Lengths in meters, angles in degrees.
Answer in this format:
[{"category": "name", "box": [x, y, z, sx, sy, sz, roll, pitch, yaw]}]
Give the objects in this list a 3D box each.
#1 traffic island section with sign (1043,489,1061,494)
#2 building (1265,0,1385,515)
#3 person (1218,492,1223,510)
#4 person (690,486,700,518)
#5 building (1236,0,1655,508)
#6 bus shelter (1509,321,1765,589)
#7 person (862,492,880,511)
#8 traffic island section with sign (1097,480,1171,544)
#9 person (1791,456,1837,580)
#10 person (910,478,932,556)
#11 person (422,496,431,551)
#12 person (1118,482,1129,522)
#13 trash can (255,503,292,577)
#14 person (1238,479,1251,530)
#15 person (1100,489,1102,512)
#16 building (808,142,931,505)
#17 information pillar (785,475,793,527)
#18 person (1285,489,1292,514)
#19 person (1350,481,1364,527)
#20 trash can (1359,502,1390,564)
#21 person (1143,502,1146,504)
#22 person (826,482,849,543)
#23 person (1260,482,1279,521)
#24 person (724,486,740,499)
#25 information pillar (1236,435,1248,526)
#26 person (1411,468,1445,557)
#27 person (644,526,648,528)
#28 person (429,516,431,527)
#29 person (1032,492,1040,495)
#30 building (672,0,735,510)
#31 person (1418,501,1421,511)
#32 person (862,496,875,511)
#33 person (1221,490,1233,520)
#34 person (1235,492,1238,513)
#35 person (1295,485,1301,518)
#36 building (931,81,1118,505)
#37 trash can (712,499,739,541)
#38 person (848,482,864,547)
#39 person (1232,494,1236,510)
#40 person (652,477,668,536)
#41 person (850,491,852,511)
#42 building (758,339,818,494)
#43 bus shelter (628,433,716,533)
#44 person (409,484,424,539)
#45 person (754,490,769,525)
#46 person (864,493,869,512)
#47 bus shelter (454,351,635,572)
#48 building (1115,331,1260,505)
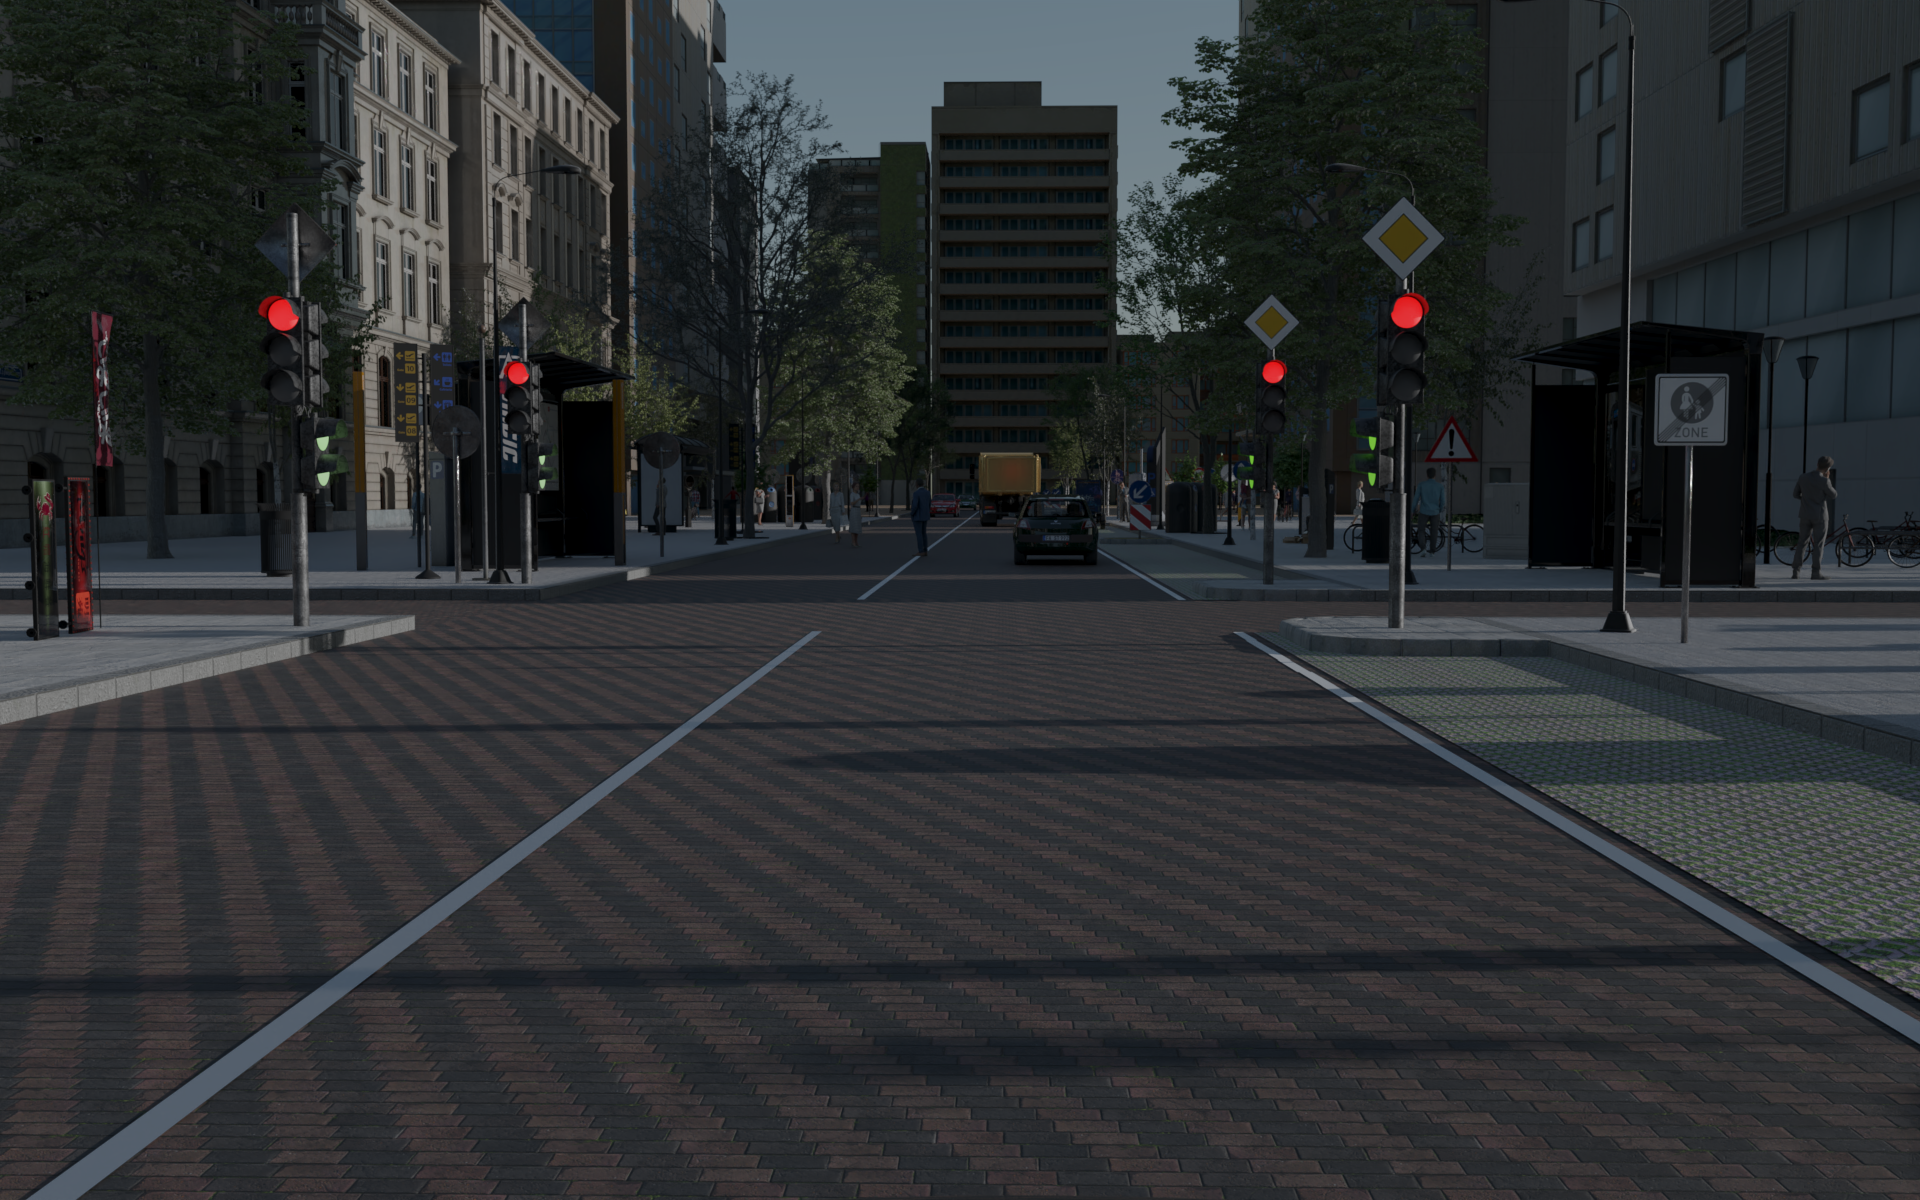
[{"category": "traffic island section with sign", "box": [6.894, -7.198, 126.321, 1.989, 1.847, 2.006, 0, 4, 1]}, {"category": "building", "box": [30.418, -29.114, 126.123, 14.600, 45.320, 14.200, 0, 4, 1]}, {"category": "person", "box": [20.757, -8.074, 138.569, 0.721, 1.766, 1.217, -2, 4, -30]}, {"category": "person", "box": [-14.444, -5.355, 94.428, 0.563, 1.720, 0.643, -1, 4, -16]}, {"category": "building", "box": [38.608, -34.084, 146.512, 28.713, 52.752, 27.495, 0, 4, 1]}, {"category": "bus shelter", "box": [10.166, -2.159, 26.590, 1.731, 3.624, 6.357, 0, 4, 1]}, {"category": "person", "box": [-6.555, -7.440, 127.684, 1.348, 1.824, 0.705, -1, 4, -9]}, {"category": "traffic island section with sign", "box": [5.020, -2.523, 49.874, 1.989, 1.847, 2.006, 0, 4, 1]}, {"category": "person", "box": [12.833, -1.234, 26.022, 0.447, 1.846, 0.655, -2, 4, -34]}, {"category": "person", "box": [-0.891, -1.909, 39.899, 0.419, 1.800, 0.721, 2, 4, 32]}, {"category": "person", "box": [-11.820, -1.857, 39.007, 0.503, 1.515, 0.523, 2, 4, 32]}, {"category": "person", "box": [7.473, -4.451, 78.630, 0.655, 1.846, 0.447, 0, 4, -3]}, {"category": "trash can", "box": [-10.552, -0.934, 26.925, 0.748, 1.137, 0.748, 0, 3, 0]}, {"category": "person", "box": [10.092, -3.367, 61.065, 0.580, 1.828, 0.573, -2, 4, -34]}, {"category": "person", "box": [9.939, -7.269, 124.766, 0.599, 1.838, 0.709, -1, 4, -17]}, {"category": "building", "box": [-10.548, -31.839, 204.164, 14.086, 41.232, 14.154, 0, 4, 1]}, {"category": "information pillar", "box": [-6.632, -3.843, 67.323, 0.304, 2.012, 0.304, 0, 4, -7]}, {"category": "person", "box": [20.977, -6.328, 110.431, 0.541, 1.710, 0.530, -1, 4, -12]}, {"category": "person", "box": [15.462, -3.717, 67.167, 0.624, 1.780, 0.694, 1, 4, 16]}, {"category": "trash can", "box": [7.764, -1.252, 32.119, 0.748, 1.137, 0.748, 0, 3, 0]}, {"category": "person", "box": [7.702, -3.942, 70.755, 0.793, 1.790, 0.793, 0, 4, 3]}, {"category": "person", "box": [-3.558, -2.552, 50.574, 0.694, 1.780, 0.624, 2, 4, 35]}, {"category": "person", "box": [11.788, -3.643, 65.968, 0.716, 1.782, 0.532, 1, 4, 15]}, {"category": "person", "box": [-15.579, -6.899, 118.784, 1.348, 1.831, 0.705, -3, 5, -41]}, {"category": "information pillar", "box": [11.217, -4.734, 68.750, 0.183, 3.616, 0.504, -2, 4, -30]}, {"category": "person", "box": [9.536, -1.786, 35.263, 0.660, 1.820, 0.620, 0, 4, 5]}, {"category": "person", "box": [-11.729, -3.646, 65.465, 0.447, 1.846, 0.655, 1, 4, 23]}, {"category": "person", "box": [-13.832, -2.424, 45.692, 0.555, 1.821, 0.388, 2, 4, 34]}, {"category": "person", "box": [3.825, -4.741, 86.201, 0.419, 1.800, 0.721, 2, 4, 28]}, {"category": "building", "box": [-32.202, -32.931, 127.660, 28.713, 52.752, 27.495, 0, 4, 1]}, {"category": "person", "box": [17.304, -3.309, 64.824, 0.332, 1.250, 0.352, 2, 4, 33]}, {"category": "person", "box": [-6.891, -7.461, 131.292, 1.065, 1.426, 0.557, -1, 4, -17]}, {"category": "person", "box": [13.313, -4.877, 86.530, 0.760, 1.731, 0.466, 2, 4, 32]}, {"category": "person", "box": [18.995, -6.783, 117.860, 0.541, 1.710, 0.530, 2, 4, 30]}, {"category": "person", "box": [18.065, -5.198, 91.627, 0.643, 1.750, 0.593, 2, 4, 26]}, {"category": "building", "box": [7.520, -35.689, 207.211, 21.600, 48.544, 21.300, 0, 4, 1]}, {"category": "trash can", "box": [-6.450, -2.201, 47.640, 0.748, 1.137, 0.748, 0, 3, 0]}, {"category": "person", "box": [-2.746, -2.301, 46.699, 0.524, 1.755, 0.480, 2, 4, 24]}, {"category": "person", "box": [22.009, -7.969, 139.563, 0.697, 1.427, 0.421, -3, 5, -41]}, {"category": "person", "box": [-9.306, -2.904, 53.711, 0.473, 1.802, 0.592, 2, 4, 23]}, {"category": "person", "box": [-7.910, -7.458, 128.651, 0.551, 1.740, 0.621, -3, 4, -38]}, {"category": "building", "box": [-31.867, -22.451, 212.115, 28.899, 21.520, 27.650, 0, 4, 1]}, {"category": "bus shelter", "box": [-9.901, -4.041, 59.991, 2.014, 3.302, 5.546, 0, 4, 1]}, {"category": "person", "box": [-15.671, -2.587, 50.154, 0.589, 1.601, 0.330, -3, 5, -43]}, {"category": "person", "box": [-8.156, -3.951, 70.997, 0.532, 1.782, 0.716, 2, 4, 23]}, {"category": "person", "box": [-6.781, -7.223, 124.821, 0.721, 1.739, 1.217, 1, 4, 11]}, {"category": "bus shelter", "box": [-7.431, -2.469, 31.656, 1.731, 3.624, 6.357, 0, 4, 2]}, {"category": "building", "box": [33.127, -22.357, 210.571, 28.899, 21.520, 27.650, 0, 4, 1]}]
